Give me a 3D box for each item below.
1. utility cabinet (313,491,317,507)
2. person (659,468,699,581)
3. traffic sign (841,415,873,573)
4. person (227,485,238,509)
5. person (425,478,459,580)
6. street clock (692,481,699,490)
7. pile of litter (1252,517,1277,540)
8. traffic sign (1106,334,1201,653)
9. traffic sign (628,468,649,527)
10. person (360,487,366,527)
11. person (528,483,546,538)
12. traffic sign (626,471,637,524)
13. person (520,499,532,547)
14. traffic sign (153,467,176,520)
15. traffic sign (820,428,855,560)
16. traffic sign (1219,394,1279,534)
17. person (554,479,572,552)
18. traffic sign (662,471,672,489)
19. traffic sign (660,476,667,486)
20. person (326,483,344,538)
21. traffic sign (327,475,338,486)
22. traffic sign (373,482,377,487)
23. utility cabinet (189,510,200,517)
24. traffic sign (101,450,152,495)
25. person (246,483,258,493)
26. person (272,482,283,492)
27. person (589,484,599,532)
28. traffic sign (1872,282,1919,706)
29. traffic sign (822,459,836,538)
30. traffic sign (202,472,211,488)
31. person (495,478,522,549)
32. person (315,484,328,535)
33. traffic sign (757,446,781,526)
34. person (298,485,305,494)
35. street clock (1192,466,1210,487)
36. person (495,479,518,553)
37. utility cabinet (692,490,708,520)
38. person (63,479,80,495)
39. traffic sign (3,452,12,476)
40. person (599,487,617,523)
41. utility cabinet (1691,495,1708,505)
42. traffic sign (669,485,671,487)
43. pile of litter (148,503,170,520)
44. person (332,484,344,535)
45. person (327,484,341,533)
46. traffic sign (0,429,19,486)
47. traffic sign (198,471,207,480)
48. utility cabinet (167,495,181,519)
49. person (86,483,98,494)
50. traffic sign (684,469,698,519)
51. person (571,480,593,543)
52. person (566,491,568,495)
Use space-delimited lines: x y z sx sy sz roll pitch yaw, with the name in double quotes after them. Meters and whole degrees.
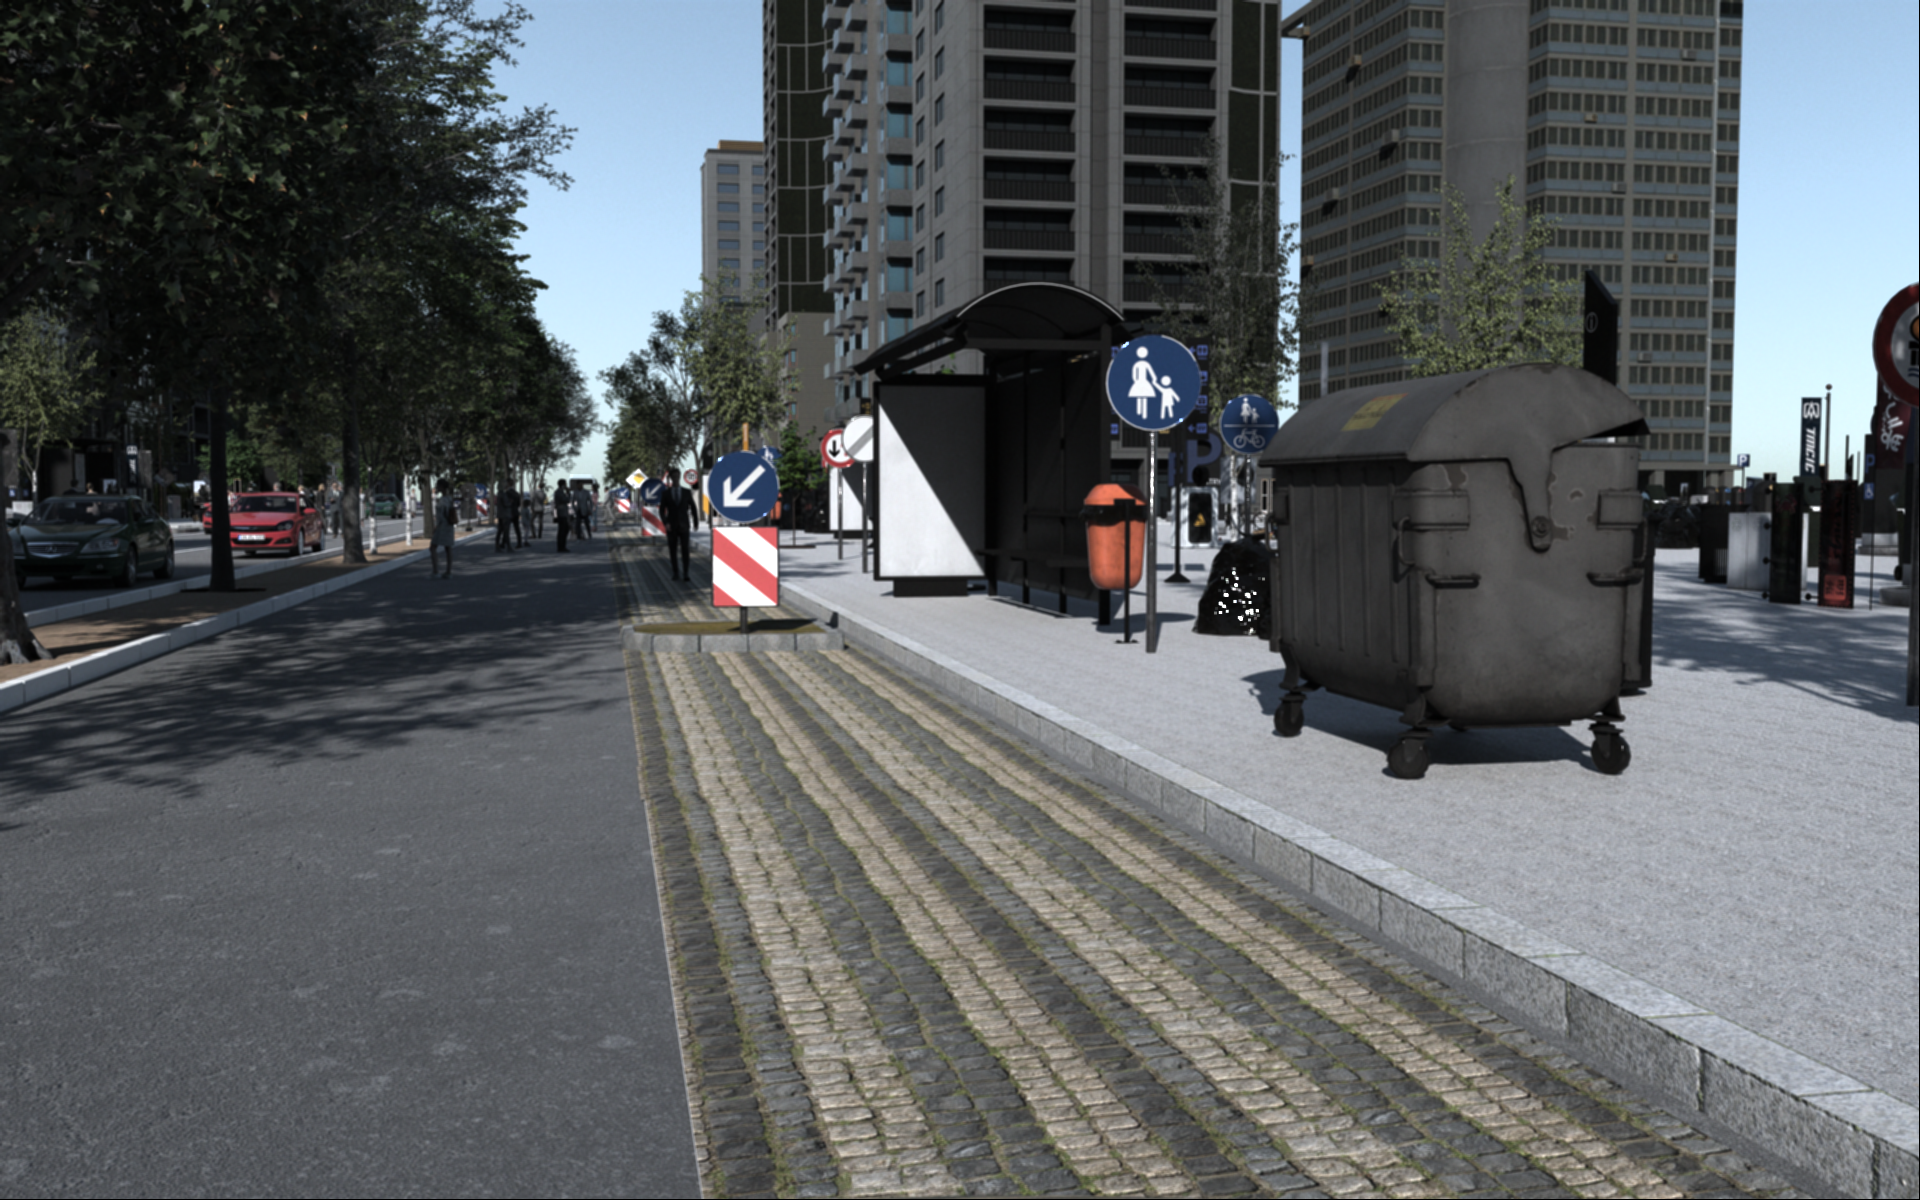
-51.573 -7.915 138.088 1.173 1.500 0.318 1 4 18 "utility cabinet"
-4.608 -1.232 28.420 0.659 1.850 0.755 -1 4 -11 "person"
-1.540 -1.708 28.031 0.768 2.556 0.104 0 4 -6 "traffic sign"
-24.371 -2.982 58.090 0.563 1.720 0.643 2 4 35 "person"
-8.706 -1.205 29.203 0.522 1.701 0.512 0 4 4 "person"
-13.921 -5.301 91.242 0.471 2.002 0.358 2 4 25 "street clock"
8.743 -2.147 49.066 1.719 0.858 1.176 -2 4 -32 "pile of litter"
1.546 -0.846 13.938 0.768 2.556 0.104 0 4 -3 "traffic sign"
-12.524 -3.909 67.561 0.795 2.450 0.064 -1 4 -12 "traffic sign"
-25.982 -4.040 75.119 0.480 1.755 0.524 -3 5 -43 "person"
-13.661 -2.891 55.944 0.592 1.802 0.473 -2 4 -25 "person"
-14.149 -4.388 75.380 0.795 2.450 0.064 -1 4 -12 "traffic sign"
-11.822 -2.111 47.287 0.425 1.301 0.394 2 4 26 "person"
-29.413 -3.697 64.086 0.795 2.450 0.064 -1 4 -12 "traffic sign"
-2.332 -2.056 33.728 0.768 2.556 0.104 0 4 -6 "traffic sign"
3.680 -1.348 22.144 0.768 2.556 0.104 0 4 -3 "traffic sign"
-9.802 -2.087 42.805 0.473 1.802 0.592 0 4 -4 "person"
-16.448 -5.956 97.378 0.884 2.594 0.081 0 4 -5 "traffic sign"
-19.173 -6.773 110.737 0.884 2.594 0.081 0 4 -4 "traffic sign"
-20.364 -2.931 56.600 0.661 1.801 0.590 -2 4 -24 "person"
-42.877 -7.248 118.513 0.884 2.594 0.081 0 4 -3 "traffic sign"
-48.174 -8.675 141.945 0.768 2.556 0.104 -1 4 -8 "traffic sign"
-41.921 -5.320 95.663 1.173 1.500 0.318 0 4 -3 "utility cabinet"
-38.654 -5.290 80.360 2.265 3.308 0.079 0 4 -3 "traffic sign"
-30.560 -4.094 74.793 0.474 1.900 0.648 3 5 40 "person"
-20.070 -2.565 50.840 0.834 1.777 0.661 2 4 32 "person"
-14.030 -3.534 66.296 0.388 1.821 0.555 -3 5 -40 "person"
5.786 -0.631 10.429 0.768 2.556 0.104 -1 4 -10 "traffic sign"
-3.622 -3.060 50.137 0.768 2.556 0.104 -1 4 -10 "traffic sign"
-31.038 -4.175 71.905 0.795 2.450 0.064 -1 4 -12 "traffic sign"
-11.805 -2.267 45.346 0.755 1.850 0.659 2 4 24 "person"
-22.748 -3.230 61.529 0.699 1.804 1.509 -1 4 -10 "person"
-5.073 -2.809 46.040 0.768 2.556 0.104 0 4 -5 "traffic sign"
-27.564 -3.909 72.635 0.641 1.798 0.478 -2 4 -32 "person"
6.300 -2.495 45.358 0.358 2.002 0.471 -2 4 -28 "street clock"
-11.158 -2.069 42.509 0.526 1.800 0.537 -1 4 -22 "person"
-12.672 -4.704 85.586 1.173 1.500 0.318 1 4 23 "utility cabinet"
-24.994 -2.480 48.828 0.659 1.850 0.755 1 4 17 "person"
-28.745 -3.162 51.808 0.768 2.556 0.104 0 4 -4 "traffic sign"
-17.193 -4.642 84.678 0.850 1.792 0.678 0 3 0 "person"
38.017 -4.765 89.074 0.306 1.237 1.020 -1 4 -10 "utility cabinet"
-20.834 -7.665 125.322 0.884 2.594 0.081 -1 4 -11 "traffic sign"
-39.923 -4.412 86.095 1.176 0.858 1.719 -2 4 -30 "pile of litter"
-21.609 -3.153 60.448 0.834 1.777 0.661 3 5 44 "person"
-23.138 -3.403 64.313 0.728 1.800 0.709 0 4 -7 "person"
-30.609 -3.682 54.077 2.265 3.308 0.079 0 4 -8 "traffic sign"
-41.979 -5.886 96.341 0.768 2.556 0.104 -1 4 -9 "traffic sign"
-40.540 -4.783 89.366 0.306 1.237 1.020 0 4 -2 "utility cabinet"
-26.896 -2.745 53.722 0.374 1.781 0.599 3 4 36 "person"
-13.855 -5.458 89.339 0.768 2.556 0.104 -1 4 -9 "traffic sign"
-11.045 -2.589 50.677 0.661 1.843 0.795 0 4 5 "person"
-33.265 -8.466 146.935 0.388 1.821 0.555 -1 4 -23 "person"
